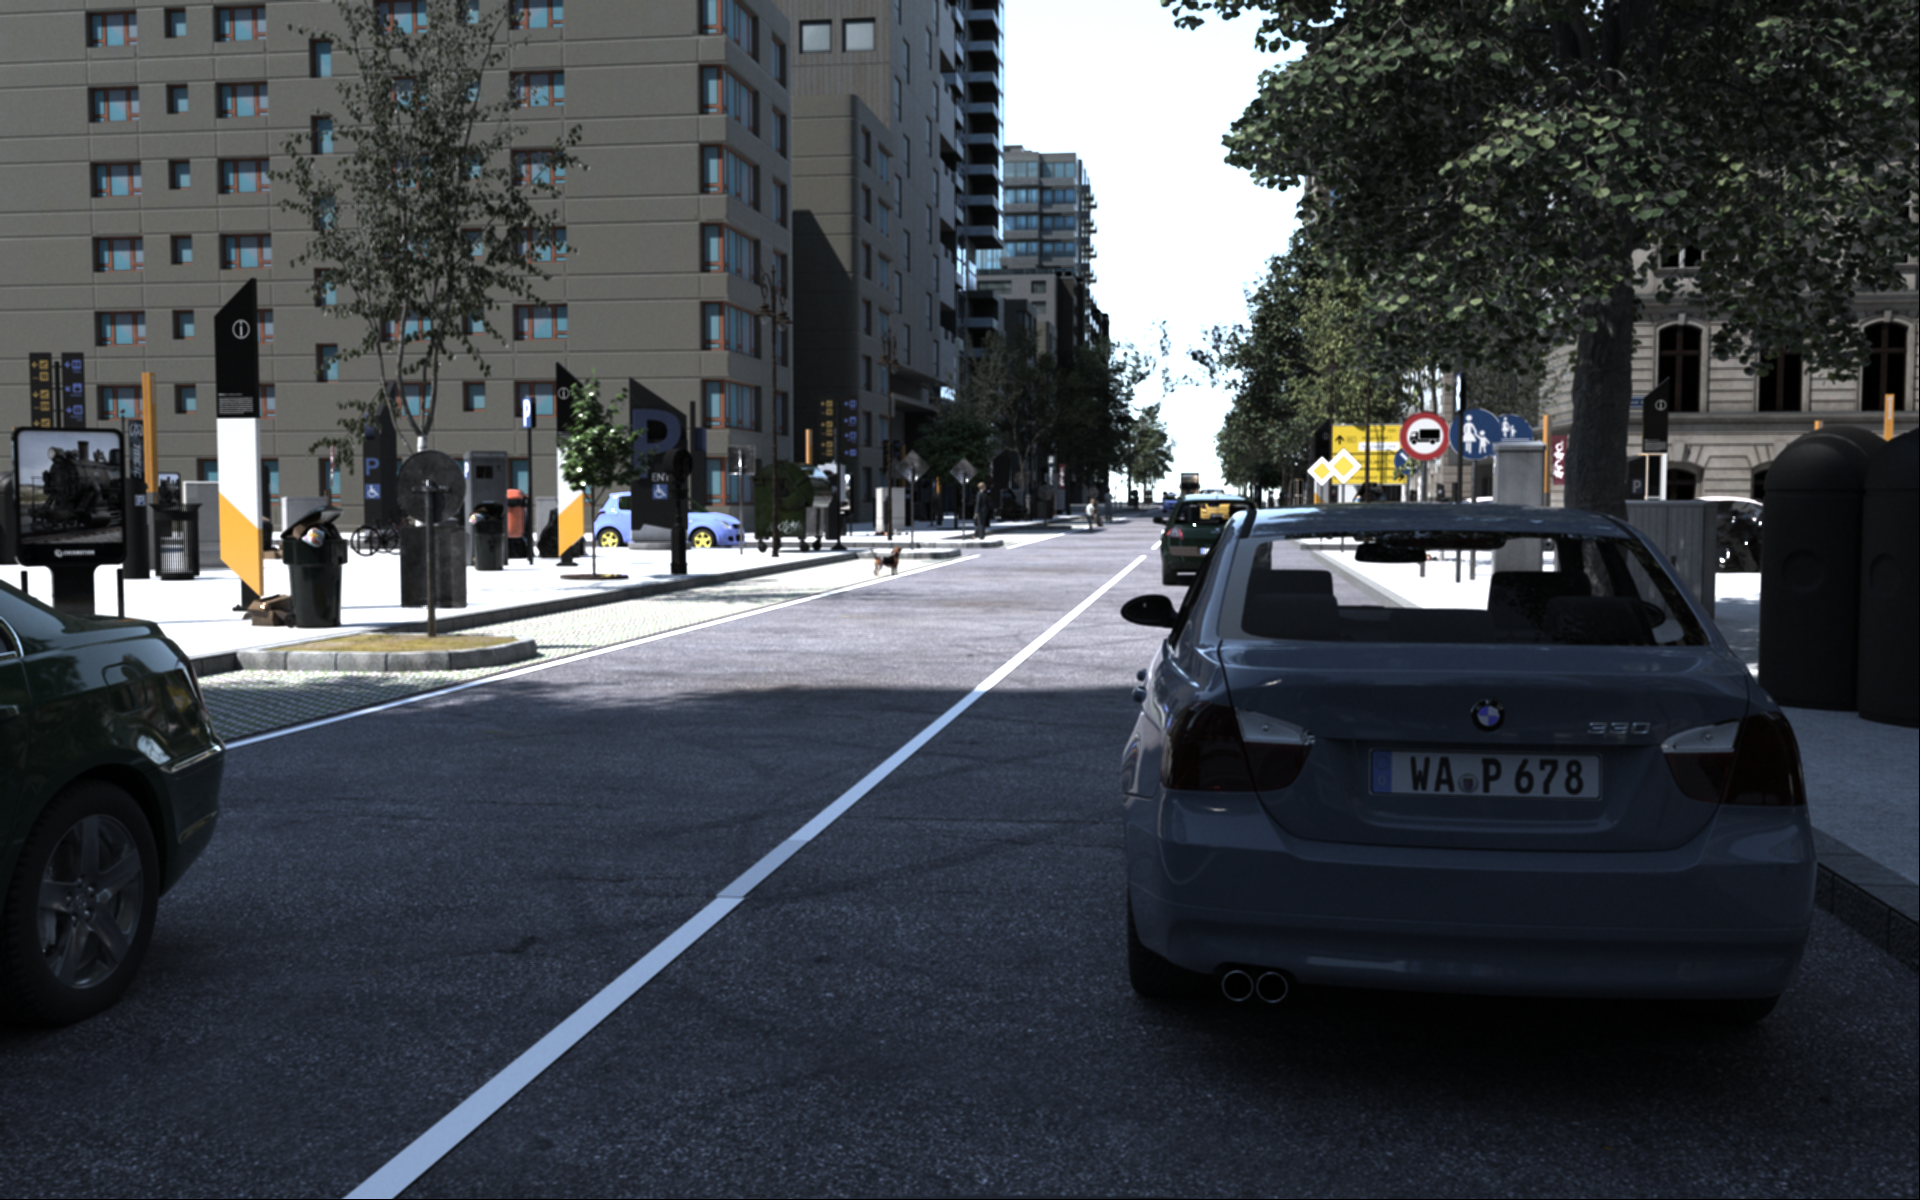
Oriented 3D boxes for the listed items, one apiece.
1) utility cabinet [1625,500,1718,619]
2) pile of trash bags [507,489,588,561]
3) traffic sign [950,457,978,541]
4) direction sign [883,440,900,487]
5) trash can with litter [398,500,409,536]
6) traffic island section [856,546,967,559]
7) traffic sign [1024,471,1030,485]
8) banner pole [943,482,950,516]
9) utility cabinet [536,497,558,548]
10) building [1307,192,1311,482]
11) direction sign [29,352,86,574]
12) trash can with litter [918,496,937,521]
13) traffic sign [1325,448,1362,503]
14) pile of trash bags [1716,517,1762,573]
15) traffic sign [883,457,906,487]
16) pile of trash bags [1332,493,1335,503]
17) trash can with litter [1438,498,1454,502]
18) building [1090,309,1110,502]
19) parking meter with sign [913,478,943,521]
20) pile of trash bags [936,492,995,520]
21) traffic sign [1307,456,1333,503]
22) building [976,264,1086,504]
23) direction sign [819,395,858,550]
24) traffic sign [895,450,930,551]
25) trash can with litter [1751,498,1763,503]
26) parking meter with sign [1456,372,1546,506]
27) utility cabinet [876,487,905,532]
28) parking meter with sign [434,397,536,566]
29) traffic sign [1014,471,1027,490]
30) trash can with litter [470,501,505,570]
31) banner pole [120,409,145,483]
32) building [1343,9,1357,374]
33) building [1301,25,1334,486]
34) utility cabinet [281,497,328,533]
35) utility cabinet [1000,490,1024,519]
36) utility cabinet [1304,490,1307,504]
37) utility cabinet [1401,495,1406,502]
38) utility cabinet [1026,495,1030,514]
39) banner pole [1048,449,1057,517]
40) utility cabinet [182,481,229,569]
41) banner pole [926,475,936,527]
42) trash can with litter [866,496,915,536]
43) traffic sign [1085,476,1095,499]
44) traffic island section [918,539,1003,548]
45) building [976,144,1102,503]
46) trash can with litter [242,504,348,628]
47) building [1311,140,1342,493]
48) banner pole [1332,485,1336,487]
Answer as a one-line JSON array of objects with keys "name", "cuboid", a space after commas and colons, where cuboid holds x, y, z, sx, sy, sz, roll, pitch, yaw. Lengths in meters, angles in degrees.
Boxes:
[{"name": "utility cabinet", "cuboid": [7.303, -0.419, 18.016, 0.306, 1.237, 1.020, -3, 5, -40]}, {"name": "pile of trash bags", "cuboid": [-8.559, -1.519, 34.590, 1.912, 1.369, 3.447, 0, 4, -2]}, {"name": "traffic sign", "cuboid": [0.102, -2.659, 47.122, 0.795, 2.450, 0.064, 1, 4, 8]}, {"name": "direction sign", "cuboid": [-2.871, -4.937, 72.717, 0.876, 3.537, 0.379, -3, 5, -41]}, {"name": "trash can with litter", "cuboid": [-16.482, -2.376, 50.234, 0.624, 1.170, 1.055, 3, 5, 42]}, {"name": "traffic island section", "cuboid": [-1.104, -1.040, 39.290, 2.009, 0.180, 2.903, 1, 4, 8]}, {"name": "traffic sign", "cuboid": [3.594, -5.911, 96.753, 0.768, 2.556, 0.104, 1, 4, 12]}, {"name": "banner pole", "cuboid": [-1.010, -6.943, 103.542, 0.863, 3.779, 0.401, 1, 4, 21]}, {"name": "utility cabinet", "cuboid": [-9.478, -1.818, 40.880, 1.020, 1.237, 0.306, -1, 4, -15]}, {"name": "building", "cuboid": [59.268, -37.853, 238.497, 23.786, 49.044, 30.456, 1, 4, 8]}, {"name": "direction sign", "cuboid": [-14.450, -2.190, 27.802, 0.876, 3.537, 0.379, 0, 4, 3]}, {"name": "trash can with litter", "cuboid": [-1.477, -4.304, 81.761, 0.624, 1.170, 1.055, 3, 5, 40]}, {"name": "traffic sign", "cuboid": [8.357, -2.089, 37.797, 0.795, 2.450, 0.064, 1, 4, 8]}, {"name": "pile of trash bags", "cuboid": [13.844, -1.149, 28.544, 3.447, 1.369, 1.912, 1, 4, 15]}, {"name": "traffic sign", "cuboid": [-2.250, -3.672, 60.045, 0.884, 2.594, 0.081, 1, 4, 15]}, {"name": "pile of trash bags", "cuboid": [26.005, -6.387, 114.171, 3.447, 1.369, 1.912, -1, 4, -12]}, {"name": "trash can with litter", "cuboid": [13.545, -2.303, 49.038, 0.624, 1.170, 1.055, -1, 4, -11]}, {"name": "building", "cuboid": [15.590, -30.281, 266.797, 14.160, 30.474, 14.107, 1, 4, 8]}, {"name": "parking meter with sign", "cuboid": [-1.530, -5.387, 84.335, 1.738, 3.016, 0.543, 2, 4, 34]}, {"name": "pile of trash bags", "cuboid": [0.171, -4.753, 87.466, 3.447, 1.369, 1.912, 1, 4, 14]}, {"name": "traffic sign", "cuboid": [9.539, -2.572, 45.695, 0.795, 2.450, 0.064, 1, 4, 8]}, {"name": "building", "cuboid": [8.614, -27.550, 222.140, 14.160, 30.474, 14.107, 1, 4, 8]}, {"name": "direction sign", "cuboid": [-2.786, -2.921, 39.756, 0.876, 3.537, 0.379, 0, 4, 3]}, {"name": "traffic sign", "cuboid": [-1.079, -2.176, 39.224, 0.795, 2.450, 0.064, 1, 4, 8]}, {"name": "trash can with litter", "cuboid": [20.775, -2.023, 44.458, 0.624, 1.170, 1.055, -2, 4, -28]}, {"name": "parking meter with sign", "cuboid": [8.025, -1.748, 24.842, 1.738, 3.016, 0.543, 1, 4, 10]}, {"name": "utility cabinet", "cuboid": [-2.328, -3.009, 57.872, 0.318, 1.500, 1.173, 3, 4, 38]}, {"name": "parking meter with sign", "cuboid": [-8.512, -2.125, 31.008, 1.738, 3.016, 0.543, -2, 4, -30]}, {"name": "traffic sign", "cuboid": [3.368, -5.890, 96.408, 0.768, 2.556, 0.104, 1, 4, 15]}, {"name": "trash can with litter", "cuboid": [-8.035, -1.089, 29.198, 0.624, 1.170, 1.055, -2, 4, -26]}, {"name": "banner pole", "cuboid": [-24.466, -3.742, 51.193, 0.401, 3.779, 0.863, 3, 5, 41]}, {"name": "building", "cuboid": [48.231, -38.375, 169.435, 21.231, 58.520, 28.212, 1, 4, 8]}, {"name": "building", "cuboid": [60.803, -50.488, 263.728, 20.563, 71.187, 20.611, 1, 4, 8]}, {"name": "utility cabinet", "cuboid": [-15.475, -1.820, 40.913, 0.306, 1.237, 1.020, 3, 5, 42]}, {"name": "utility cabinet", "cuboid": [2.660, -4.885, 88.540, 1.173, 1.500, 0.318, 0, 4, 1]}, {"name": "utility cabinet", "cuboid": [19.750, -5.427, 97.408, 0.318, 1.500, 1.173, 3, 4, 37]}, {"name": "utility cabinet", "cuboid": [21.085, -4.342, 82.159, 0.306, 1.237, 1.020, -2, 4, -27]}, {"name": "utility cabinet", "cuboid": [4.061, -5.137, 95.153, 1.020, 1.237, 0.306, -2, 4, -25]}, {"name": "banner pole", "cuboid": [5.162, -6.493, 96.175, 0.401, 3.779, 0.863, -3, 5, -42]}, {"name": "utility cabinet", "cuboid": [-12.621, -1.281, 29.622, 1.173, 1.500, 0.318, -2, 4, -35]}, {"name": "banner pole", "cuboid": [-1.207, -4.810, 68.658, 0.401, 3.779, 0.863, -1, 4, -22]}, {"name": "trash can with litter", "cuboid": [-2.091, -2.641, 54.235, 1.678, 1.210, 2.233, 1, 4, 8]}, {"name": "traffic sign", "cuboid": [9.109, -7.425, 121.504, 0.768, 2.556, 0.104, 1, 4, 13]}, {"name": "traffic island section", "cuboid": [0.078, -1.523, 47.187, 2.009, 0.180, 2.903, 1, 4, 8]}, {"name": "building", "cuboid": [7.829, -38.200, 244.177, 23.786, 49.044, 30.456, 1, 4, 8]}, {"name": "trash can with litter", "cuboid": [-6.456, -0.327, 16.727, 1.055, 1.170, 0.624, 1, 4, 18]}, {"name": "building", "cuboid": [51.185, -34.665, 216.880, 14.600, 45.320, 14.200, 1, 4, 8]}, {"name": "banner pole", "cuboid": [14.278, -4.649, 66.032, 0.401, 3.779, 0.863, -1, 4, -20]}]
